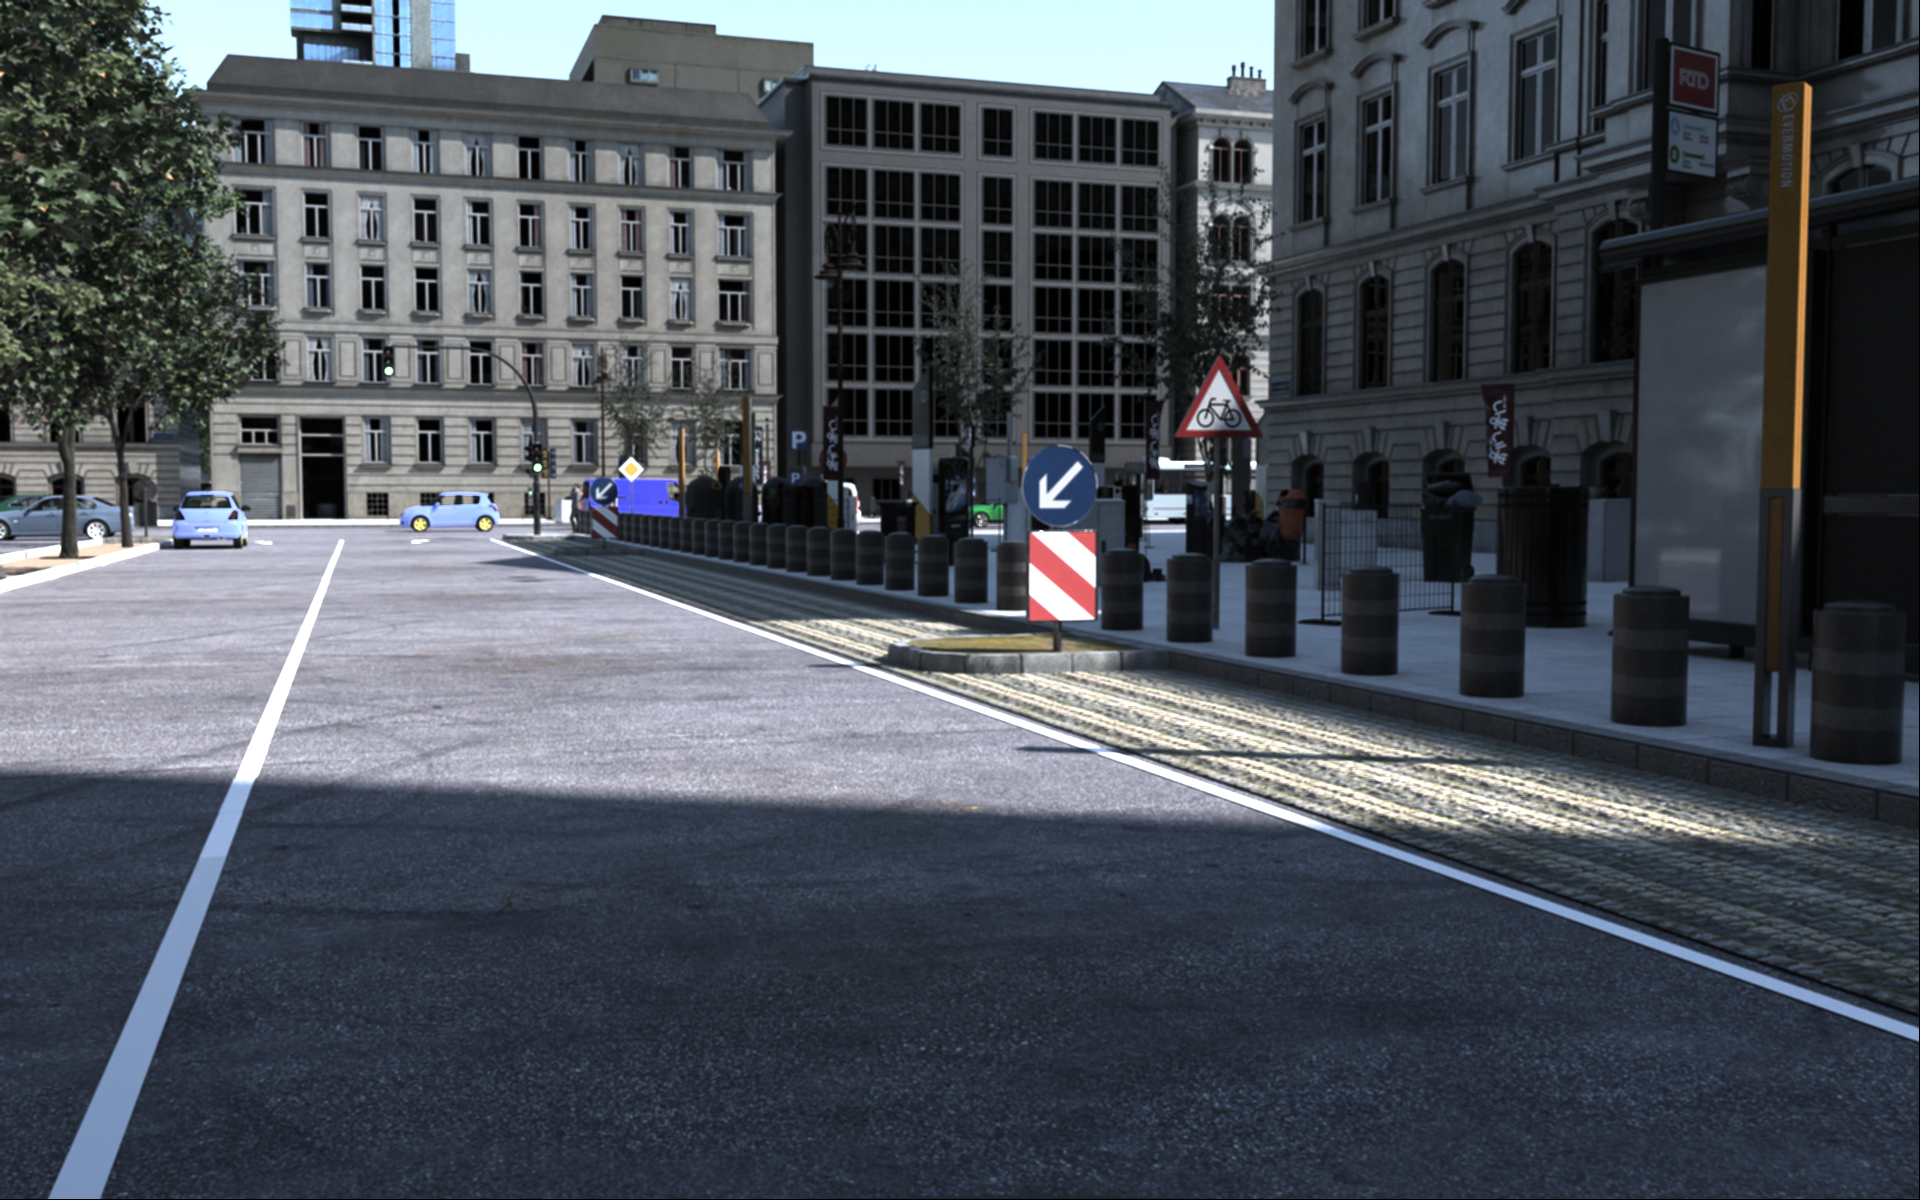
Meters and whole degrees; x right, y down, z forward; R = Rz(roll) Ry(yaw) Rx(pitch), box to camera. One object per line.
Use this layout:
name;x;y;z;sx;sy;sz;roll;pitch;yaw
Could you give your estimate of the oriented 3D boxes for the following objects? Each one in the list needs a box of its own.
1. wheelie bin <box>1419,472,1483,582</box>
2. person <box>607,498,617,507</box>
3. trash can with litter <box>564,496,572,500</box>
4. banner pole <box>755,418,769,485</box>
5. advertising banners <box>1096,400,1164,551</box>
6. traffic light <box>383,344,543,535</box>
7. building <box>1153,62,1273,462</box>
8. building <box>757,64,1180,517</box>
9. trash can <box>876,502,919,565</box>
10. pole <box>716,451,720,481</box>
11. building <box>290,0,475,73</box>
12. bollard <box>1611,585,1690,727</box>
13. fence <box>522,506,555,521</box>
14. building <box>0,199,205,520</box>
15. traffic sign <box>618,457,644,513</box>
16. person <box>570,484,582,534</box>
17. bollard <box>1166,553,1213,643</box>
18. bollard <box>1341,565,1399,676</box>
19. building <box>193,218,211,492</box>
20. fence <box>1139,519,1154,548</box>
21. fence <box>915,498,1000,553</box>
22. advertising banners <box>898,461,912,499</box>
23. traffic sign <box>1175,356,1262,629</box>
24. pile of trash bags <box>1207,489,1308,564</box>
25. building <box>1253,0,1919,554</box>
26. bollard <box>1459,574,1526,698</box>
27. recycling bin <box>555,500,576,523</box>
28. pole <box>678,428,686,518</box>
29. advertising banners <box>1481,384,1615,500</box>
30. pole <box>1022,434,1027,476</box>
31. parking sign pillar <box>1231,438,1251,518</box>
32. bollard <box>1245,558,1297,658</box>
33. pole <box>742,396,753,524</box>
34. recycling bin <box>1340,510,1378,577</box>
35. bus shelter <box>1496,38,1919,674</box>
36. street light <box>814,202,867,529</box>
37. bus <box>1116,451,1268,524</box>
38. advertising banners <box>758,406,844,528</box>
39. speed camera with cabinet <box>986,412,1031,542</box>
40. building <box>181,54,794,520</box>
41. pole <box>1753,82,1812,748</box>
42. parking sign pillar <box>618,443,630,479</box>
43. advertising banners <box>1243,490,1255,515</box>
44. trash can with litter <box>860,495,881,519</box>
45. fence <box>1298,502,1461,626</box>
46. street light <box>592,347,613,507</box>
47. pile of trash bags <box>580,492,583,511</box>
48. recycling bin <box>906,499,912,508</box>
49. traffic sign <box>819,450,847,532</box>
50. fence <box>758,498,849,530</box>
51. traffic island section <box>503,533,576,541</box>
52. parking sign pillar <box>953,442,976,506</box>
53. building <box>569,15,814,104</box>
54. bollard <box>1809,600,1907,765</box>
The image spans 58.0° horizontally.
wheelie bin;7.162;-1.067;25.359;0.980;1.594;0.693;3;4;36
person;-12.724;-3.319;63.443;0.731;1.740;0.598;2;4;31
trash can with litter;-19.364;-4.572;86.140;0.624;1.170;1.055;-1;4;-11
banner pole;-6.528;-4.080;56.726;0.863;3.779;0.401;-1;4;-10
advertising banners;3.113;-2.177;31.785;0.090;3.025;2.074;3;5;43
traffic light;-15.251;-4.818;53.447;4.771;5.953;1.251;-1;4;-19
building;22.461;-19.848;111.902;23.554;28.519;14.401;-1;4;-19
building;-0.165;-19.027;104.594;24.014;27.812;14.314;-1;4;-19
trash can;-1.083;-1.136;30.223;0.748;1.137;0.748;0;3;0
pole;-11.385;-5.361;81.497;0.158;3.312;0.155;0;3;0
building;-82.778;-57.222;248.245;31.000;86.520;22.319;-1;4;-19
bollard;3.871;0.306;9.718;0.404;0.777;0.398;0;3;0
fence;-20.218;-4.141;83.076;0.278;0.683;2.069;2;4;35
building;-56.438;-16.256;84.871;34.723;24.649;14.460;-1;4;-19
traffic sign;-10.071;-3.175;53.101;0.795;2.450;0.064;-1;4;-12
person;-13.686;-3.236;61.590;0.473;1.802;0.592;1;4;11
bollard;2.004;-0.024;15.106;0.404;0.777;0.398;0;3;0
bollard;2.938;0.141;12.413;0.404;0.777;0.398;0;3;0
building;-110.871;-35.725;238.720;28.867;44.769;22.147;-1;4;-19
fence;3.894;-1.635;42.108;0.278;0.683;2.069;-3;4;-39
fence;-0.001;-1.653;38.237;2.264;1.192;0.480;-2;4;-32
advertising banners;-2.534;-5.818;91.309;2.074;3.025;0.090;3;5;43
traffic sign;2.433;-1.003;16.402;0.884;2.594;0.081;-1;4;-15
pile of trash bags;5.705;-1.417;32.926;1.912;1.369;3.447;-1;4;-15
building;18.602;-13.010;31.798;14.460;24.649;34.723;-1;4;-19
bollard;3.403;0.223;11.065;0.404;0.777;0.398;0;3;0
recycling bin;-17.428;-3.910;76.490;0.722;1.027;0.722;-3;4;-37
pole;-8.604;-3.653;53.565;0.158;3.312;0.155;0;3;0
advertising banners;9.202;-1.897;27.199;2.074;3.025;0.090;2;4;33
pole;2.174;-3.956;58.518;0.158;3.312;0.155;0;3;0
parking sign pillar;9.918;-4.446;61.170;1.447;3.967;1.447;0;4;-2
bollard;2.470;0.059;13.759;0.404;0.777;0.398;0;3;0
pole;-4.452;-2.597;36.306;0.158;3.312;0.155;0;3;0
recycling bin;6.112;-0.897;27.214;0.722;1.027;0.722;0;4;-3
bus shelter;6.760;-2.167;13.062;2.179;5.291;8.768;-1;4;-19
street light;-1.917;-3.360;27.728;0.468;5.910;1.993;-1;4;-19
bus;13.529;-5.441;83.827;13.247;3.499;2.948;-1;4;-20
advertising banners;-3.099;-2.321;34.138;2.074;3.025;0.090;-3;5;-41
speed camera with cabinet;1.357;-2.957;42.686;0.660;3.252;2.038;2;4;29
building;-25.747;-16.069;96.008;30.059;22.955;16.112;-1;4;-19
pole;4.154;-0.912;8.747;0.158;3.312;0.155;0;3;0
parking sign pillar;-16.365;-5.877;84.564;1.447;3.967;1.447;0;4;-5
advertising banners;10.024;-3.706;56.786;2.074;3.025;0.090;-3;4;-38
trash can with litter;-4.925;-4.822;89.892;1.678;1.210;2.233;3;4;36
fence;4.395;-0.396;17.679;2.264;1.192;0.480;-3;4;-38
street light;-11.240;-5.001;54.546;0.468;5.910;1.993;-1;4;-19
pile of trash bags;-16.626;-4.438;82.308;3.447;1.369;1.912;0;4;-7
recycling bin;-2.270;-4.450;85.305;0.722;1.027;0.722;0;4;-7
traffic sign;-3.315;-2.757;45.186;0.768;2.556;0.104;-1;4;-18
fence;-3.182;-1.525;36.130;2.264;1.192;0.480;2;4;32
traffic island section;-13.261;-1.964;54.393;2.009;0.180;2.903;-1;4;-19
parking sign pillar;0.203;-6.159;89.174;1.447;3.967;1.447;3;5;44
building;-27.381;-33.767;175.793;21.300;48.544;21.600;-1;4;-19
bollard;4.338;0.388;8.371;0.404;0.777;0.398;0;3;0
